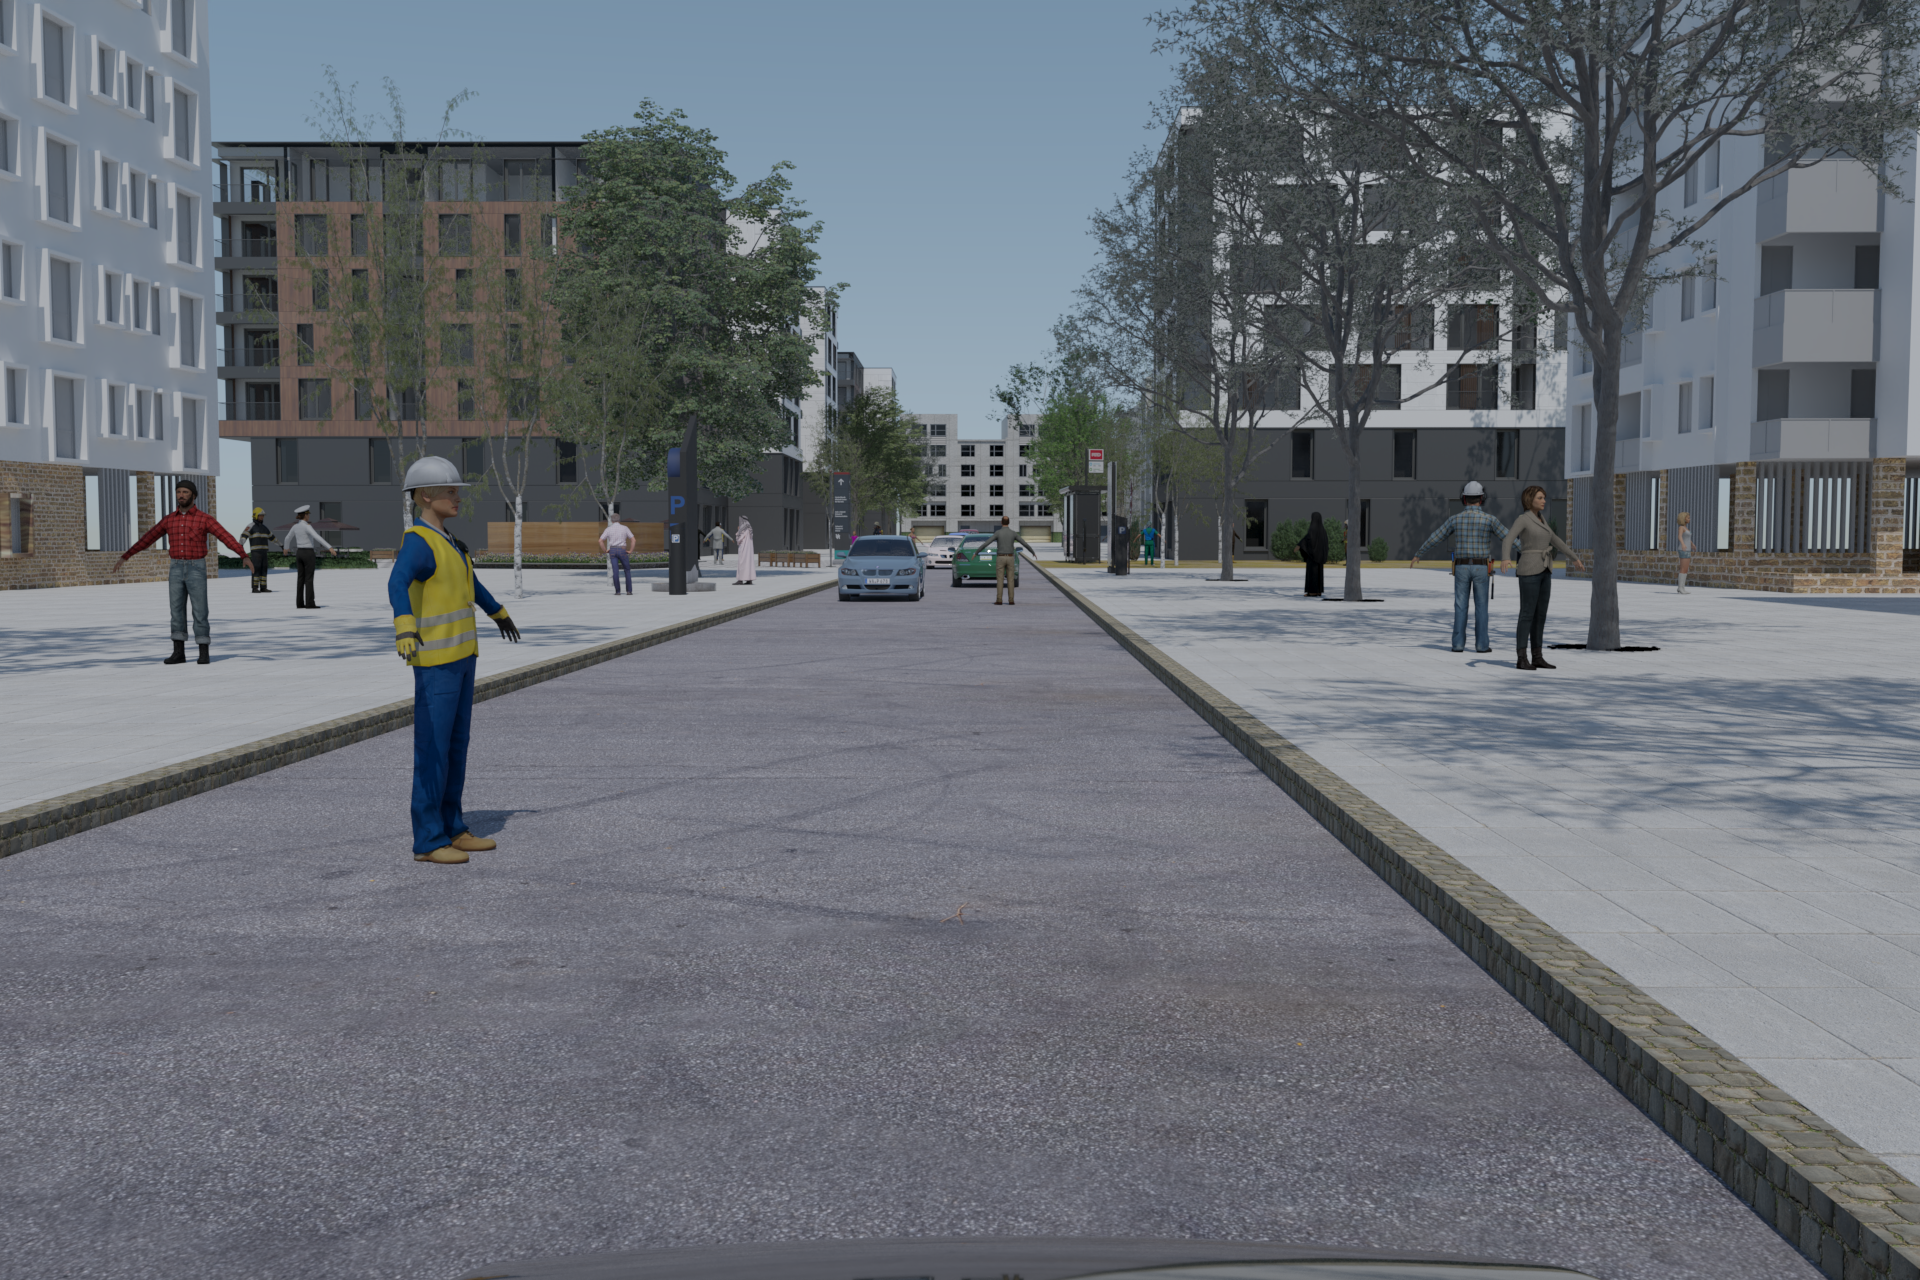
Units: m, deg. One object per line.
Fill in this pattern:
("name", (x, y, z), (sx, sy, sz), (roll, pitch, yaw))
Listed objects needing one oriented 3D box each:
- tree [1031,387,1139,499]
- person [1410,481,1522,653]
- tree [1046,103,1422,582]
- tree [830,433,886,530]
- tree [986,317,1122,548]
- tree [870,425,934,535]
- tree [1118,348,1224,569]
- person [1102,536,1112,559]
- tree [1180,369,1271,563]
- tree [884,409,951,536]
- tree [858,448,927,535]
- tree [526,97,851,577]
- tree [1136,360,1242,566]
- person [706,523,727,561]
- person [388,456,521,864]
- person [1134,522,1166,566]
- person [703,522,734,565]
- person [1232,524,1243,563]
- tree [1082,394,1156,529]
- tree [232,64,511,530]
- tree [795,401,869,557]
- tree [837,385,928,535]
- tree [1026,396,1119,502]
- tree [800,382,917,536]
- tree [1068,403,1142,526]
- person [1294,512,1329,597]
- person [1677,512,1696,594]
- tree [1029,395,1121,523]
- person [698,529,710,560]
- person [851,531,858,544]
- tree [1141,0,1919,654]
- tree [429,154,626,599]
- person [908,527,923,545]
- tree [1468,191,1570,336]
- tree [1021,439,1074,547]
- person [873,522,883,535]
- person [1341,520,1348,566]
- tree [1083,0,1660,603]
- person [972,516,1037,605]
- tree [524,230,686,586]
("tree", (8.776, -11.906, 120.411), (9.928, 11.665, 9.643), (0, 3, 0))
("person", (5.549, -0.790, 18.752), (1.345, 1.849, 0.704), (1, 4, 23))
("tree", (7.412, -8.349, 46.880), (12.009, 13.543, 11.850), (0, 3, 0))
("tree", (-7.354, -10.220, 117.465), (4.360, 8.622, 3.978), (0, 3, 0))
("tree", (8.580, -18.138, 152.440), (12.611, 20.169, 13.585), (0, 3, 0))
("tree", (-5.648, -12.770, 143.208), (7.601, 10.594, 8.767), (-1, 4, -21))
("tree", (7.366, -6.954, 64.062), (4.360, 8.622, 3.978), (0, 3, 0))
("person", (7.915, -5.083, 89.232), (1.348, 1.813, 0.705), (-2, 4, -35))
("tree", (11.599, -7.754, 77.148), (4.360, 8.622, 3.978), (0, 3, 0))
("tree", (-5.776, -15.821, 169.043), (12.009, 13.543, 11.850), (0, 3, 0))
("tree", (-6.370, -13.374, 153.083), (7.601, 10.594, 8.767), (1, 4, 13))
("tree", (-8.062, -8.832, 51.062), (9.857, 13.997, 8.962), (0, 3, 0))
("tree", (8.701, -7.357, 70.642), (4.360, 8.622, 3.978), (0, 3, 0))
("person", (-11.558, -4.723, 83.195), (1.349, 1.833, 0.705), (-1, 4, -18))
("person", (-2.219, 0.077, 7.661), (0.721, 1.772, 1.216), (0, 4, 6))
("person", (7.728, -3.944, 70.613), (1.347, 1.817, 0.704), (1, 4, 15))
("person", (-10.159, -4.073, 72.778), (1.347, 1.806, 0.705), (1, 4, 10))
("person", (11.906, -4.266, 75.891), (1.346, 1.812, 0.704), (-3, 5, -45))
("tree", (8.268, -8.553, 90.197), (4.360, 8.622, 3.978), (0, 3, 0))
("tree", (-8.598, -4.719, 27.519), (4.360, 8.622, 3.978), (0, 3, 0))
("tree", (-7.190, -8.911, 96.052), (4.360, 8.622, 3.978), (0, 3, 0))
("tree", (-6.282, -13.121, 132.660), (7.486, 12.596, 7.792), (0, 3, 0))
("tree", (8.874, -12.513, 130.351), (9.928, 11.665, 9.643), (0, 3, 0))
("tree", (-6.134, -10.472, 105.632), (7.601, 10.594, 8.767), (-1, 4, -17))
("tree", (8.174, -8.797, 94.190), (4.360, 8.622, 3.978), (0, 3, 0))
("person", (7.205, -1.754, 35.471), (0.721, 1.737, 1.214), (3, 5, 41))
("person", (15.525, -1.855, 36.933), (0.721, 1.753, 1.214), (2, 4, 32))
("tree", (9.530, -13.618, 140.784), (7.486, 12.596, 7.792), (0, 3, 0))
("person", (-13.023, -4.854, 85.556), (1.347, 1.806, 0.705), (-1, 4, -8))
("person", (-5.270, -4.698, 86.081), (0.991, 1.433, 0.599), (1, 4, 15))
("tree", (7.108, -6.640, 18.939), (12.009, 13.543, 11.850), (0, 3, 0))
("tree", (-8.768, -5.106, 33.842), (4.360, 8.622, 3.978), (0, 3, 0))
("person", (-2.090, -4.244, 78.646), (0.721, 1.733, 1.217), (3, 5, 39))
("tree", (27.493, -13.247, 72.470), (12.611, 20.169, 13.585), (0, 3, 0))
("tree", (9.998, -14.873, 168.936), (9.928, 11.665, 9.643), (0, 3, 0))
("person", (-3.969, -4.672, 82.168), (0.705, 1.856, 1.354), (-2, 4, -23))
("person", (15.583, -3.905, 69.621), (0.705, 1.858, 1.354), (0, 4, -1))
("tree", (7.423, -7.466, 32.436), (12.009, 13.543, 11.850), (0, 3, 0))
("person", (0.912, -1.608, 35.012), (1.348, 1.796, 0.705), (0, 4, -7))
("tree", (-8.521, -5.604, 41.989), (4.360, 8.622, 3.978), (0, 3, 0))
